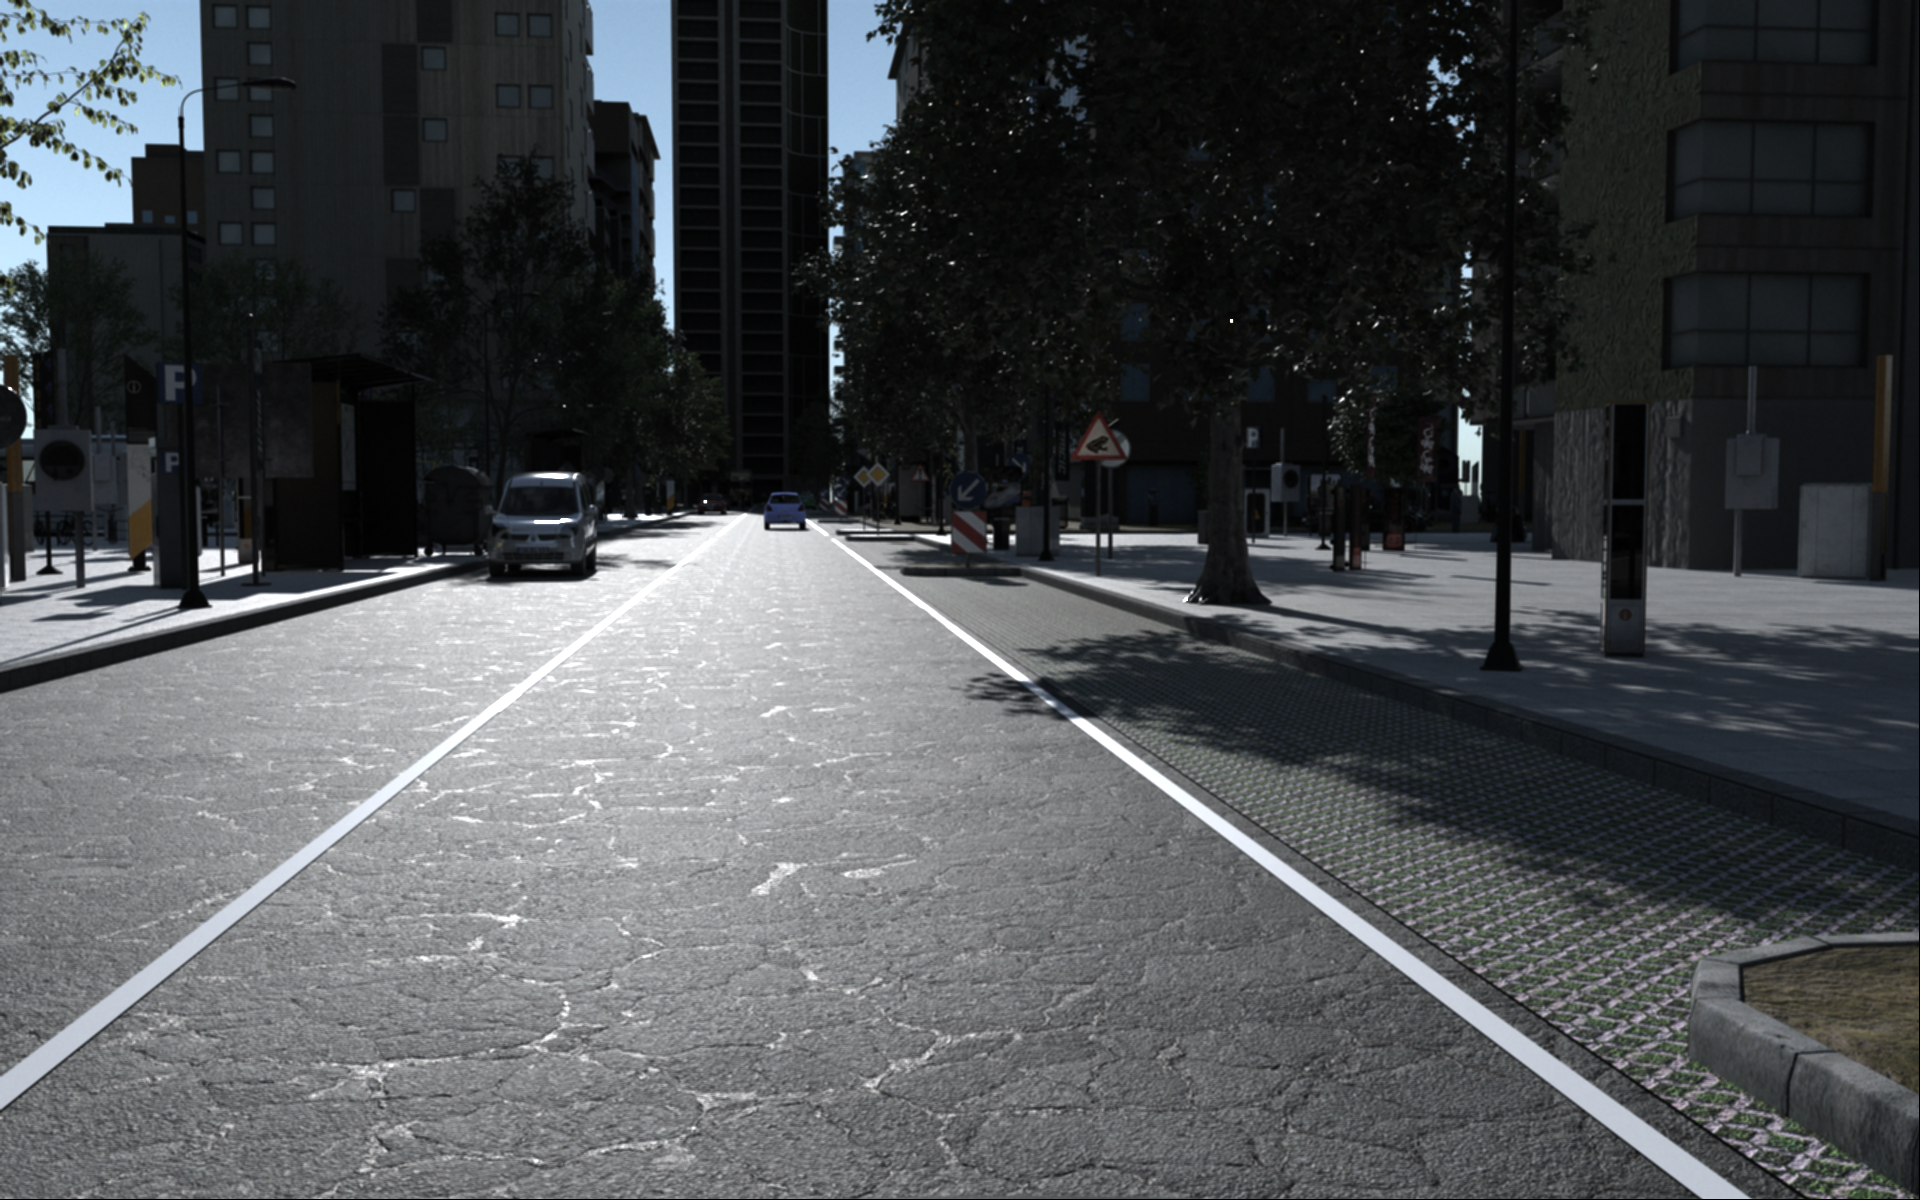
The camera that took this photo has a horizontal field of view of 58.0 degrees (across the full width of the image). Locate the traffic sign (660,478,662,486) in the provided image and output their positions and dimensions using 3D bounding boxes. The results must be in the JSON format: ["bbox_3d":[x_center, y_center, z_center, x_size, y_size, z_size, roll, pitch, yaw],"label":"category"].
[{"bbox_3d":[-21.851,-7.831,128.148,0.768,2.556,0.104,0,4,-3],"label":"traffic sign"}]

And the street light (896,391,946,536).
[{"bbox_3d":[-1.116,-4.952,53.508,1.470,5.913,1.316,0,4,-6],"label":"street light"}]

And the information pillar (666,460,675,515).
[{"bbox_3d":[-17.729,-7.013,106.015,0.504,3.616,0.183,0,4,5],"label":"information pillar"}]

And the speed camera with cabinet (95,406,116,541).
[{"bbox_3d":[-19.092,-2.779,39.773,0.660,3.252,2.038,3,5,44],"label":"speed camera with cabinet"}]

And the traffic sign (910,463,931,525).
[{"bbox_3d":[-1.667,-4.450,72.754,0.884,2.594,0.081,0,4,2],"label":"traffic sign"}]

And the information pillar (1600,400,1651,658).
[{"bbox_3d":[5.252,-0.562,13.682,0.304,2.012,0.304,1,4,13],"label":"information pillar"}]

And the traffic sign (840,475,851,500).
[{"bbox_3d":[-7.740,-7.177,117.442,0.768,2.556,0.104,0,4,-1],"label":"traffic sign"}]

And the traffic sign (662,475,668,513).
[{"bbox_3d":[-19.544,-7.072,115.725,0.768,2.556,0.104,0,4,-5],"label":"traffic sign"}]

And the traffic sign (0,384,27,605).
[{"bbox_3d":[-11.107,-1.211,19.905,0.768,2.556,0.104,0,4,-2],"label":"traffic sign"}]

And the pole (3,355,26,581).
[{"bbox_3d":[-13.939,-1.938,25.529,0.158,3.312,0.155,0,3,0],"label":"pole"}]

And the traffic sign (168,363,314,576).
[{"bbox_3d":[-11.189,-2.022,26.938,2.265,3.308,0.079,0,4,2],"label":"traffic sign"}]

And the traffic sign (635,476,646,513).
[{"bbox_3d":[-22.110,-7.330,119.949,0.768,2.556,0.104,0,4,-5],"label":"traffic sign"}]

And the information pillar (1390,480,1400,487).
[{"bbox_3d":[13.934,-3.912,55.323,0.183,3.616,0.504,-2,4,-24],"label":"information pillar"}]

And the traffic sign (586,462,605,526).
[{"bbox_3d":[-14.530,-4.214,69.006,0.768,2.556,0.104,0,3,0],"label":"traffic sign"}]

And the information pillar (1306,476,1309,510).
[{"bbox_3d":[13.948,-3.930,68.741,0.304,2.012,0.304,-3,4,-36],"label":"information pillar"}]

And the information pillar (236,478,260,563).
[{"bbox_3d":[-13.221,-1.691,32.144,0.304,2.012,0.304,0,4,-6],"label":"information pillar"}]

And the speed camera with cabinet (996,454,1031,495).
[{"bbox_3d":[2.475,-5.614,86.129,2.038,3.252,0.660,-1,4,-13],"label":"speed camera with cabinet"}]

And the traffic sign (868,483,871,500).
[{"bbox_3d":[-5.733,-6.823,111.654,0.768,2.556,0.104,0,4,1],"label":"traffic sign"}]

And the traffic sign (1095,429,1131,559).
[{"bbox_3d":[2.969,-2.081,34.125,0.768,2.556,0.104,0,4,1],"label":"traffic sign"}]

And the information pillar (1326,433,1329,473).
[{"bbox_3d":[13.140,-4.332,62.190,0.183,3.616,0.504,0,4,3],"label":"information pillar"}]

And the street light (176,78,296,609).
[{"bbox_3d":[-8.113,-2.868,19.439,1.470,5.913,1.316,0,4,-6],"label":"street light"}]

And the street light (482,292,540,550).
[{"bbox_3d":[-10.353,-4.122,39.928,1.470,5.913,1.316,0,4,-6],"label":"street light"}]

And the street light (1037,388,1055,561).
[{"bbox_3d":[1.120,-3.699,33.019,1.470,5.913,1.316,0,4,-6],"label":"street light"}]

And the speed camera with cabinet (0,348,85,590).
[{"bbox_3d":[-12.766,-1.765,23.186,2.038,3.252,0.660,-1,4,-23],"label":"speed camera with cabinet"}]

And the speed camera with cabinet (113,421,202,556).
[{"bbox_3d":[-16.717,-2.560,36.199,2.038,3.252,0.660,2,4,33],"label":"speed camera with cabinet"}]

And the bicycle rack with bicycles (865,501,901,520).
[{"bbox_3d":[-3.245,-4.382,85.033,2.852,0.926,2.925,-1,4,-19],"label":"bicycle rack with bicycles"}]

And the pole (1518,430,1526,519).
[{"bbox_3d":[17.669,-3.708,54.462,0.158,3.312,0.155,0,3,0],"label":"pole"}]

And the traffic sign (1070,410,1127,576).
[{"bbox_3d":[2.155,-1.650,26.976,0.884,2.594,0.081,0,4,3],"label":"traffic sign"}]

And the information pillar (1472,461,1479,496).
[{"bbox_3d":[36.385,-8.010,122.314,0.504,3.616,0.183,-1,4,-13],"label":"information pillar"}]

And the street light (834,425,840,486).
[{"bbox_3d":[-7.680,-8.689,114.611,1.470,5.913,1.316,0,4,-6],"label":"street light"}]

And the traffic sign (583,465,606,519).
[{"bbox_3d":[-12.739,-3.468,60.349,0.795,2.450,0.064,0,4,-6],"label":"traffic sign"}]

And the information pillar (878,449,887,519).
[{"bbox_3d":[-4.002,-5.976,89.064,0.504,3.616,0.183,-1,4,-11],"label":"information pillar"}]

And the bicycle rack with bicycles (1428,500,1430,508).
[{"bbox_3d":[31.122,-6.275,115.971,2.925,0.926,2.852,-1,4,-19],"label":"bicycle rack with bicycles"}]

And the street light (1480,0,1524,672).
[{"bbox_3d":[3.428,-2.441,12.452,1.470,5.913,1.316,0,4,-6],"label":"street light"}]

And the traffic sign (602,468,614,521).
[{"bbox_3d":[-17.025,-5.086,83.263,0.768,2.556,0.104,0,4,-5],"label":"traffic sign"}]

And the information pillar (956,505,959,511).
[{"bbox_3d":[-0.257,-6.506,110.868,0.304,2.012,0.304,-2,4,-23],"label":"information pillar"}]

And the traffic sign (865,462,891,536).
[{"bbox_3d":[-2.532,-3.044,53.404,0.795,2.450,0.064,0,4,-6],"label":"traffic sign"}]

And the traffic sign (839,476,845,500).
[{"bbox_3d":[-7.938,-7.269,118.955,0.768,2.556,0.104,0,4,0],"label":"traffic sign"}]

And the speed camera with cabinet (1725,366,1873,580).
[{"bbox_3d":[12.913,-1.973,26.596,2.038,3.252,0.660,2,4,34],"label":"speed camera with cabinet"}]

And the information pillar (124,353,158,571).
[{"bbox_3d":[-13.636,-2.294,28.868,0.504,3.616,0.183,-1,4,-20],"label":"information pillar"}]

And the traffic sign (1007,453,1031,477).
[{"bbox_3d":[1.824,-3.272,53.611,0.768,2.556,0.104,0,4,0],"label":"traffic sign"}]

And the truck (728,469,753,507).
[{"bbox_3d":[-25.093,-12.815,198.433,2.839,4.237,11.283,0,4,-6],"label":"truck"}]

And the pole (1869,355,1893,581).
[{"bbox_3d":[13.549,-1.935,25.473,0.158,3.312,0.155,0,3,0],"label":"pole"}]

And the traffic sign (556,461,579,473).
[{"bbox_3d":[-11.874,-2.983,52.410,0.795,2.450,0.064,0,4,-6],"label":"traffic sign"}]

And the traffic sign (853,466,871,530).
[{"bbox_3d":[-3.397,-3.529,61.342,0.795,2.450,0.064,0,4,-6],"label":"traffic sign"}]

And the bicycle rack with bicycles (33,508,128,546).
[{"bbox_3d":[-22.216,-1.866,43.889,2.852,0.926,2.925,-3,4,-39],"label":"bicycle rack with bicycles"}]

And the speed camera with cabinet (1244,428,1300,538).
[{"bbox_3d":[9.125,-3.500,51.557,2.038,3.252,0.660,-2,4,-25],"label":"speed camera with cabinet"}]
